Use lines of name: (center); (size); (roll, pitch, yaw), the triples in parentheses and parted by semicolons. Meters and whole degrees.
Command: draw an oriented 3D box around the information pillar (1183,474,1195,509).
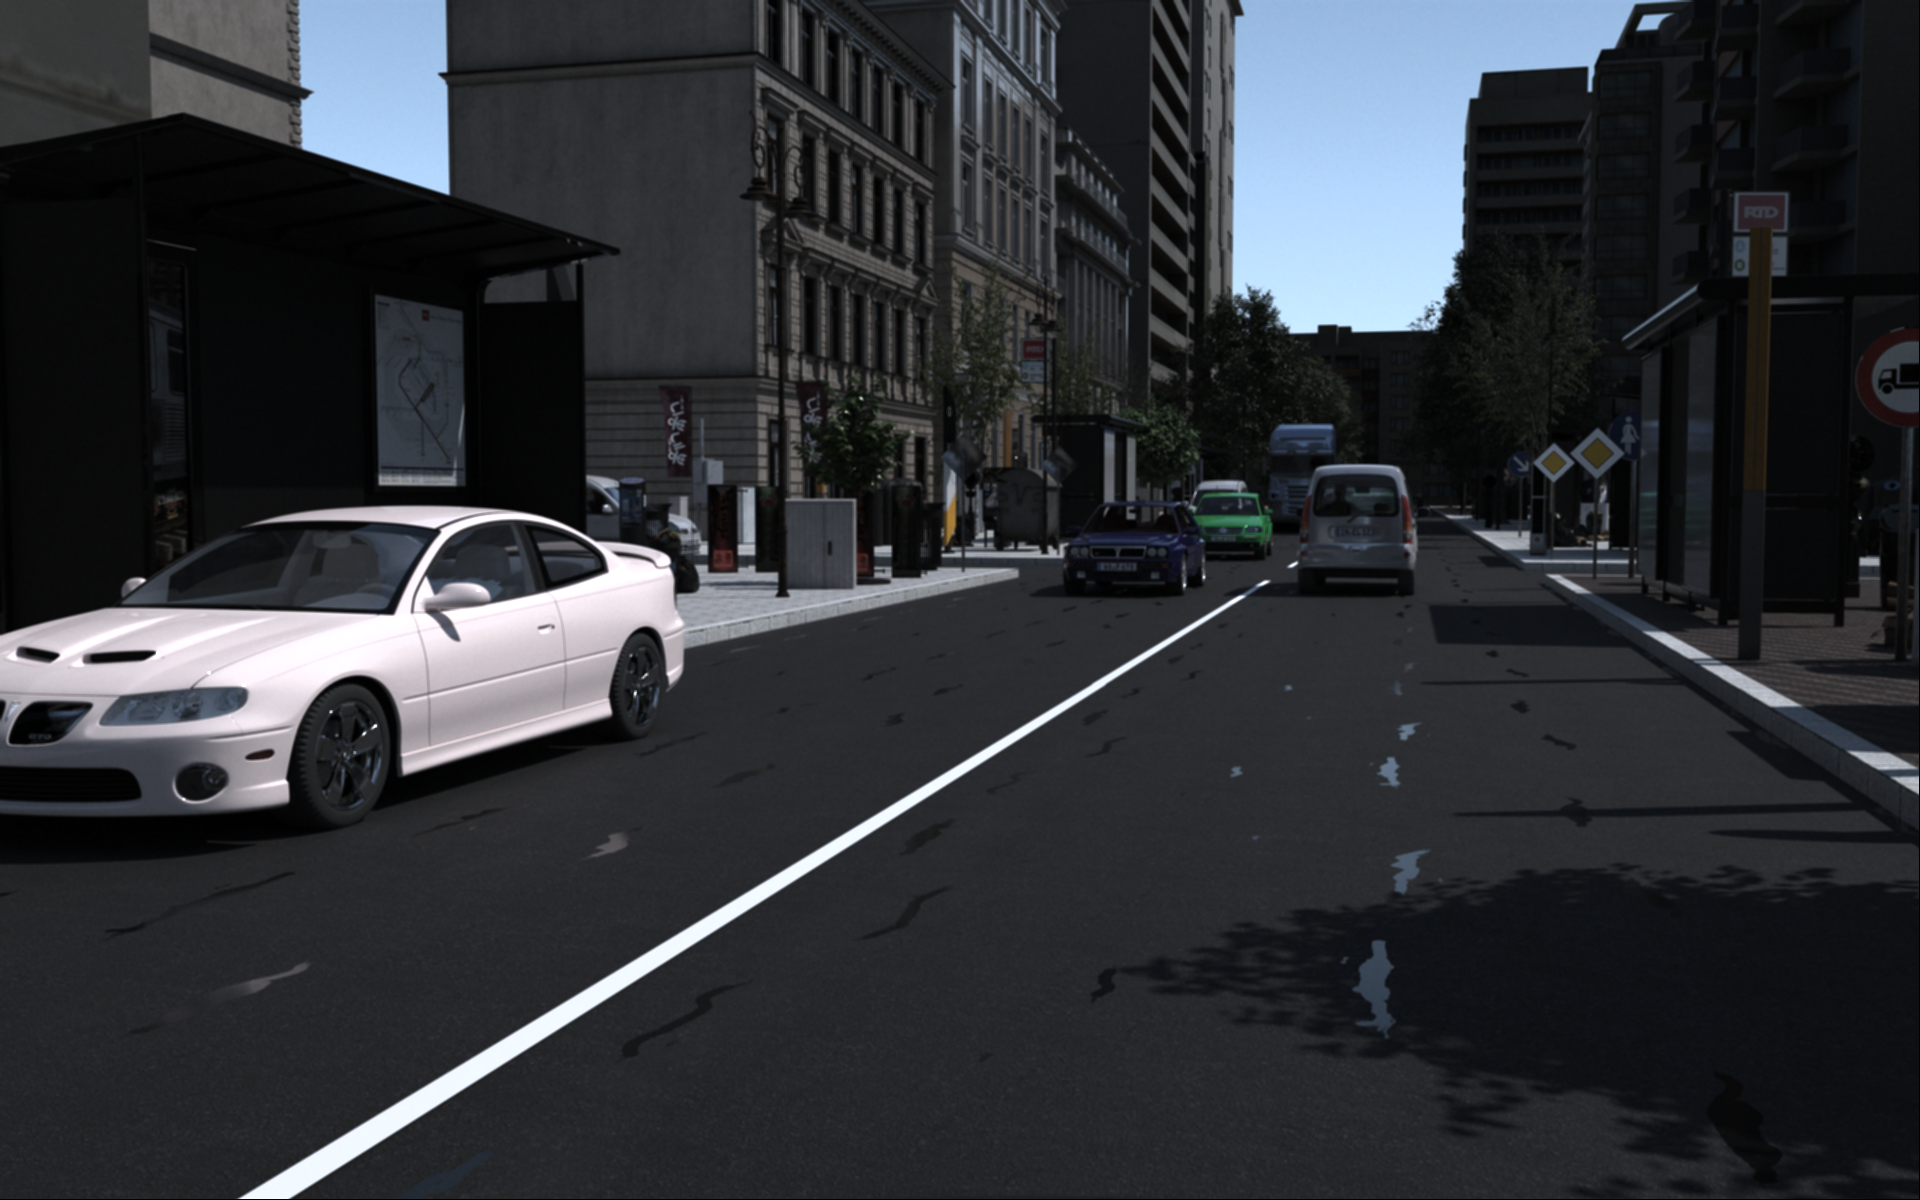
information pillar: (8.242, -3.542, 62.396); (0.304, 2.012, 0.304); (2, 4, 34)

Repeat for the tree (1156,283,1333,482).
tree: (15.524, -10.854, 94.474); (9.611, 12.733, 9.660); (0, 3, 0)

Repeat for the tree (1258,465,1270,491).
tree: (21.418, -8.203, 117.826); (4.285, 4.588, 4.351); (0, 3, 0)

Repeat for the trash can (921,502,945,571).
trash can: (-0.610, -1.074, 29.211); (0.748, 1.137, 0.748); (0, 3, 0)

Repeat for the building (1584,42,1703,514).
building: (48.744, -20.968, 114.527); (14.160, 30.474, 14.107); (1, 4, 14)

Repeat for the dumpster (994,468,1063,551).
dumpster: (1.546, -2.061, 39.448); (1.264, 1.857, 1.865); (1, 4, 15)

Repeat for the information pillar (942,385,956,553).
information pillar: (-0.230, -2.824, 37.534); (0.183, 3.616, 0.504); (2, 4, 24)

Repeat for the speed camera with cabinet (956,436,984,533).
speed camera with cabinet: (0.279, -3.924, 58.492); (0.660, 3.252, 2.038); (-1, 4, -15)

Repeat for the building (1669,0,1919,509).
building: (44.725, -25.876, 77.693); (22.147, 44.769, 28.867); (1, 4, 14)

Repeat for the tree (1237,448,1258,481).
tree: (10.668, -5.668, 76.390); (4.285, 4.588, 4.351); (0, 3, 0)

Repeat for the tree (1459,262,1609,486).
tree: (18.075, -6.376, 54.615); (4.737, 8.622, 4.395); (0, 3, 0)

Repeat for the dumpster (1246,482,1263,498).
dumpster: (14.484, -4.965, 86.940); (1.264, 1.857, 1.865); (1, 4, 15)

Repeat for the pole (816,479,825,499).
pole: (-3.207, -2.812, 39.814); (0.158, 3.312, 0.155); (0, 3, 0)

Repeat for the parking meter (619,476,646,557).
parking meter: (-4.608, -0.977, 24.393); (0.372, 1.533, 0.369); (0, 3, 0)

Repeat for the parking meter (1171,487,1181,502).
parking meter: (7.940, -3.372, 63.538); (0.372, 1.533, 0.369); (0, 3, 0)

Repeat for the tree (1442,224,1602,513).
tree: (15.291, -5.884, 46.572); (4.360, 8.622, 3.978); (0, 3, 0)

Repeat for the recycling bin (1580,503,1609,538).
recycling bin: (17.998, -2.237, 49.133); (0.722, 1.027, 0.722); (2, 4, 24)

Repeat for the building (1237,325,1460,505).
building: (45.954, -22.452, 212.124); (28.899, 21.520, 27.650); (1, 4, 14)

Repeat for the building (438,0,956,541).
building: (-7.672, -11.717, 56.196); (10.561, 19.102, 19.286); (1, 4, 14)

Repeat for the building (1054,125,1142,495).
building: (1.831, -15.650, 97.673); (13.314, 21.916, 24.055); (1, 4, 14)

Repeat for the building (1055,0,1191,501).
building: (4.584, -30.640, 124.673); (21.300, 48.544, 21.600); (1, 4, 14)

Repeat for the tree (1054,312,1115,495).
tree: (4.456, -7.282, 69.427); (4.737, 8.622, 4.395); (0, 3, 0)

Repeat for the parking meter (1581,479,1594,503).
parking meter: (23.970, -3.700, 66.212); (0.399, 1.863, 0.255); (-1, 4, -9)

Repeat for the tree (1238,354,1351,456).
tree: (19.958, -10.582, 107.426); (8.767, 10.594, 7.601); (1, 4, 10)

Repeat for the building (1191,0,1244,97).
building: (11.858, -35.299, 166.380); (27.495, 52.752, 28.713); (1, 4, 14)

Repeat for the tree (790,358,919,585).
tree: (-1.548, -1.855, 24.926); (1.663, 3.219, 1.824); (0, 3, 0)

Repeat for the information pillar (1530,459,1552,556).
information pillar: (12.107, -1.939, 36.201); (0.304, 2.012, 0.304); (2, 4, 28)

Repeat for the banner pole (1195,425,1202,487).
banner pole: (8.734, -4.494, 63.488); (0.401, 3.779, 0.863); (1, 4, 21)

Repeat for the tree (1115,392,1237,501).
tree: (6.215, -4.429, 56.131); (4.285, 4.588, 4.351); (0, 3, 0)

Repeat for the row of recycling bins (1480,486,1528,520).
row of recycling bins: (27.388, -4.905, 87.310); (1.069, 1.692, 3.534); (-1, 4, -15)

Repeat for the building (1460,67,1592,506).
building: (69.291, -35.291, 200.709); (21.600, 48.544, 21.300); (1, 4, 14)

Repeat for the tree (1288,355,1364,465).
tree: (29.085, -13.683, 141.842); (7.486, 12.596, 7.792); (0, 3, 0)

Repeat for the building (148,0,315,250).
building: (-33.084, -14.010, 57.945); (19.941, 23.489, 11.050); (1, 4, 14)

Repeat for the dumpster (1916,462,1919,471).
dumpster: (6.210, -0.233, 9.561); (1.264, 1.857, 1.865); (1, 4, 14)

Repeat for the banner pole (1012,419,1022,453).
banner pole: (1.907, -4.155, 57.947); (0.401, 3.779, 0.863); (-2, 4, -24)

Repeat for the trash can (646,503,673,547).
trash can: (-4.706, -0.887, 26.151); (0.748, 1.137, 0.748); (0, 3, 0)

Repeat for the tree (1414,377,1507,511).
tree: (39.579, -12.812, 135.234); (9.928, 11.665, 9.643); (0, 3, 0)

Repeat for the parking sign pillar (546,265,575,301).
parking sign pillar: (-4.306, -1.823, 18.274); (1.447, 3.967, 1.447); (-1, 4, -22)

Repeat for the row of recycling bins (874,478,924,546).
row of recycling bins: (-1.798, -2.251, 43.911); (1.069, 1.692, 3.534); (1, 4, 21)

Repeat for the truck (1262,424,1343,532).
truck: (14.569, -5.055, 72.411); (2.967, 4.110, 18.799); (1, 4, 13)

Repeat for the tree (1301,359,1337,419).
tree: (32.213, -14.893, 153.868); (12.009, 13.543, 11.850); (0, 3, 0)

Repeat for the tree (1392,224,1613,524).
tree: (23.135, -9.578, 73.602); (9.611, 12.733, 9.660); (0, 3, 0)

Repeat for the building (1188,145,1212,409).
building: (12.686, -22.629, 141.691); (14.160, 30.474, 14.107); (1, 4, 14)

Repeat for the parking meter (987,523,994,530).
parking meter: (1.133, -3.256, 61.639); (0.372, 1.533, 0.369); (0, 3, 0)

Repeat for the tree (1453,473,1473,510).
tree: (41.565, -9.049, 142.546); (1.663, 3.219, 1.824); (0, 3, 0)

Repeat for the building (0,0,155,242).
building: (-23.392, -23.863, 13.859); (21.600, 48.544, 21.300); (1, 4, 14)

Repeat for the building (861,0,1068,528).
building: (-3.825, -17.695, 75.221); (13.634, 28.700, 20.117); (1, 4, 14)

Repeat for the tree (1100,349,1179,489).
tree: (8.986, -8.341, 86.741); (4.360, 8.622, 3.978); (0, 3, 0)

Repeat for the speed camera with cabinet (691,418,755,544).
speed camera with cabinet: (-6.099, -3.090, 44.863); (2.038, 3.252, 0.660); (3, 5, 42)

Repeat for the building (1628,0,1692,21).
building: (62.247, -26.835, 130.636); (32.217, 40.220, 23.993); (1, 4, 14)

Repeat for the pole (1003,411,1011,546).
pole: (1.156, -2.974, 42.474); (0.158, 3.312, 0.155); (0, 3, 0)

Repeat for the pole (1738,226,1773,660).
pole: (6.131, -1.193, 13.349); (0.158, 3.312, 0.155); (0, 3, 0)

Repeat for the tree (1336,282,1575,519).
tree: (27.249, -10.991, 90.071); (12.009, 13.543, 11.850); (0, 3, 0)

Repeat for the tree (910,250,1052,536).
tree: (0.466, -6.273, 52.931); (4.737, 8.622, 4.395); (0, 3, 0)

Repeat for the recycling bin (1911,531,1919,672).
recycling bin: (7.389, 0.002, 12.518); (0.722, 1.027, 0.722); (-3, 5, -45)
